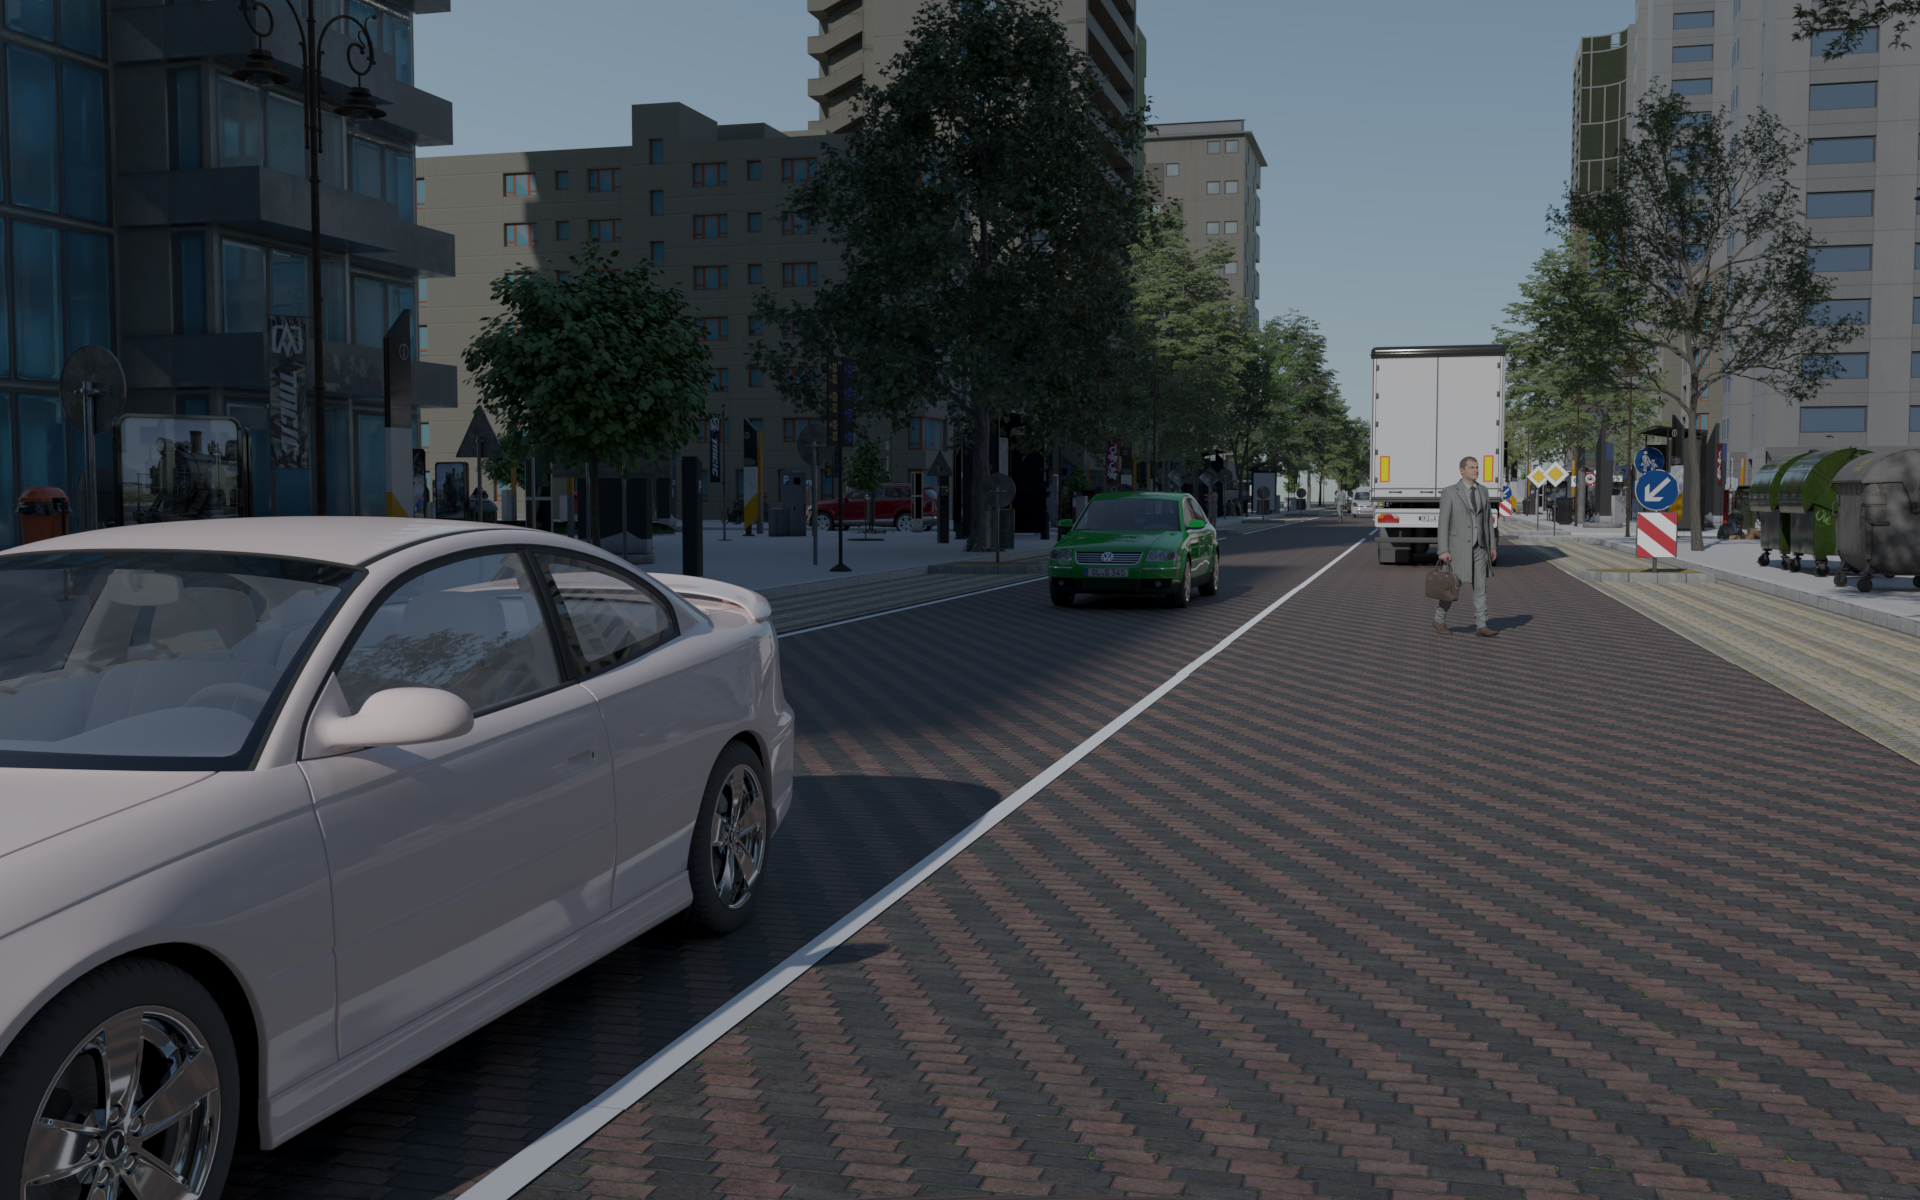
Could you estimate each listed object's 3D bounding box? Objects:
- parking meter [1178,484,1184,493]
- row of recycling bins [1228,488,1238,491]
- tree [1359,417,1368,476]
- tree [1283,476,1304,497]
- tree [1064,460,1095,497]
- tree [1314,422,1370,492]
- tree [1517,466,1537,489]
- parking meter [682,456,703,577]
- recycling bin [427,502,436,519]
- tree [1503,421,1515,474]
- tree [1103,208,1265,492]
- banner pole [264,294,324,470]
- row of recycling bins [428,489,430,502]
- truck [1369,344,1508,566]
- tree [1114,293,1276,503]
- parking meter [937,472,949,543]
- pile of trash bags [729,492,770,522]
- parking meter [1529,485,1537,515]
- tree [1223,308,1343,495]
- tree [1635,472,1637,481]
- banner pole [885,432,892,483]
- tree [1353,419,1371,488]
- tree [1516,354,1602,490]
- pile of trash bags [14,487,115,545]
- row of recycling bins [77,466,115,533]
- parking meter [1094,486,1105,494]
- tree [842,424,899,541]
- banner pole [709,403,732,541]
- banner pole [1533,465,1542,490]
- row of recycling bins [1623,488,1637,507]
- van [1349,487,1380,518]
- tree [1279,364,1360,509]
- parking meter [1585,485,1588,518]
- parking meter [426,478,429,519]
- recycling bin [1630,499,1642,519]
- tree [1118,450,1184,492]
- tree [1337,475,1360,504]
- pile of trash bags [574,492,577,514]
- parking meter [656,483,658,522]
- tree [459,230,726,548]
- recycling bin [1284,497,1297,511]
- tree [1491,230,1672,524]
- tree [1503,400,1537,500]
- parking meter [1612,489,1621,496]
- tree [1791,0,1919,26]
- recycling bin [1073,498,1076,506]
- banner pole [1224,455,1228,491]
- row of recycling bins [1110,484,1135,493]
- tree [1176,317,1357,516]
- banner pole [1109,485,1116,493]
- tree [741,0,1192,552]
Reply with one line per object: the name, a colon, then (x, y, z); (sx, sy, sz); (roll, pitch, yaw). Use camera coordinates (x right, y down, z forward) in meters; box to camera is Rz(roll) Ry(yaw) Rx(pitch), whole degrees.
parking meter: (11.772, -5.260, 91.710); (0.255, 1.863, 0.399); (-3, 5, -45)
row of recycling bins: (18.605, -7.020, 121.889); (1.069, 1.692, 3.534); (-1, 4, -17)
tree: (49.368, -18.798, 225.468); (7.486, 12.596, 7.792); (0, 3, 0)
tree: (27.270, -9.064, 142.798); (1.663, 3.219, 1.824); (0, 3, 0)
tree: (6.709, -6.168, 95.444); (1.663, 3.219, 1.824); (0, 3, 0)
tree: (46.273, -16.913, 210.947); (7.601, 10.594, 8.767); (-2, 4, -35)
tree: (39.396, -7.732, 121.019); (1.663, 3.219, 1.824); (0, 3, 0)
parking meter: (-4.168, -1.301, 26.977); (0.255, 1.863, 0.399); (0, 4, 4)
recycling bin: (-16.529, -2.596, 55.001); (0.722, 1.027, 0.722); (-2, 4, -33)
tree: (47.445, -12.261, 150.828); (4.360, 8.622, 3.978); (0, 3, 0)
tree: (8.290, -9.268, 69.654); (7.486, 12.596, 7.792); (0, 3, 0)
banner pole: (-8.161, -1.926, 21.511); (0.863, 3.779, 0.401); (-3, 5, -40)
row of recycling bins: (-43.178, -8.404, 144.525); (1.069, 1.692, 3.534); (3, 4, 39)
truck: (10.609, -3.005, 38.053); (2.839, 4.237, 11.283); (1, 4, 17)
tree: (10.654, -8.854, 79.173); (8.767, 10.594, 7.601); (2, 4, 27)
parking meter: (-0.442, -2.415, 45.192); (0.255, 1.863, 0.399); (-1, 4, -14)
pile of trash bags: (-9.474, -4.273, 79.609); (1.912, 1.369, 3.447); (0, 4, 8)
parking meter: (35.185, -6.157, 106.384); (0.399, 1.863, 0.255); (2, 4, 24)
tree: (21.776, -13.073, 120.403); (9.857, 13.997, 8.962); (0, 3, 0)
tree: (49.509, -8.156, 127.957); (1.663, 3.219, 1.824); (0, 3, 0)
banner pole: (-2.799, -4.791, 68.351); (0.401, 3.779, 0.863); (1, 4, 19)
tree: (66.822, -23.455, 290.146); (9.857, 13.997, 8.962); (0, 3, 0)
tree: (30.318, -8.385, 87.465); (4.360, 8.622, 3.978); (0, 3, 0)
pile of trash bags: (-10.653, -0.761, 22.201); (1.912, 1.369, 3.447); (1, 4, 13)
row of recycling bins: (-12.767, -1.203, 26.787); (1.069, 1.692, 3.534); (-1, 4, -13)
parking meter: (4.452, -2.879, 55.484); (0.372, 1.533, 0.369); (0, 3, 0)
tree: (-2.482, -3.250, 47.739); (1.663, 3.219, 1.824); (0, 3, 0)
banner pole: (-6.604, -3.510, 47.413); (0.401, 3.779, 0.863); (2, 4, 30)
banner pole: (43.041, -8.497, 128.944); (0.863, 3.779, 0.401); (3, 5, 42)
row of recycling bins: (43.007, -6.362, 111.135); (1.069, 1.692, 3.534); (2, 4, 23)
van: (24.641, -6.004, 105.183); (2.013, 2.044, 4.112); (1, 4, 14)
tree: (30.043, -14.240, 150.947); (7.486, 12.596, 7.792); (0, 3, 0)
parking meter: (33.147, -5.284, 92.110); (0.399, 1.863, 0.255); (-1, 4, -11)
parking meter: (-16.863, -2.970, 54.264); (0.399, 1.863, 0.255); (-1, 4, -22)
recycling bin: (34.499, -4.629, 88.241); (0.722, 1.027, 0.722); (0, 4, 5)
tree: (13.108, -8.703, 126.008); (4.285, 4.588, 4.351); (0, 3, 0)
tree: (52.260, -15.258, 233.176); (4.285, 4.588, 4.351); (0, 3, 0)
pile of trash bags: (-25.892, -6.751, 120.137); (1.912, 1.369, 3.447); (2, 4, 33)
parking meter: (-13.872, -4.562, 80.295); (0.399, 1.863, 0.255); (2, 4, 31)
tree: (-4.599, -2.331, 21.818); (4.285, 4.588, 4.351); (0, 3, 0)
recycling bin: (25.782, -7.501, 135.195); (0.722, 1.027, 0.722); (3, 5, 43)
tree: (26.515, -9.587, 74.870); (7.486, 12.596, 7.792); (0, 3, 0)
tree: (42.994, -11.334, 135.676); (4.737, 8.622, 4.395); (0, 3, 0)
parking meter: (30.346, -4.385, 80.113); (0.372, 1.533, 0.369); (0, 3, 0)
tree: (9.123, -4.652, 10.470); (7.601, 10.594, 8.767); (-3, 5, -45)
recycling bin: (7.101, -6.034, 111.209); (0.722, 1.027, 0.722); (0, 4, -1)
banner pole: (17.114, -7.443, 111.715); (0.401, 3.779, 0.863); (3, 4, 37)
row of recycling bins: (6.636, -3.874, 70.445); (1.069, 1.692, 3.534); (0, 4, 3)
tree: (16.644, -10.842, 103.016); (9.928, 11.665, 9.643); (0, 3, 0)
banner pole: (10.698, -8.050, 121.640); (0.863, 3.779, 0.401); (1, 4, 17)
tree: (0.446, -7.420, 38.325); (9.611, 12.733, 9.660); (0, 3, 0)
